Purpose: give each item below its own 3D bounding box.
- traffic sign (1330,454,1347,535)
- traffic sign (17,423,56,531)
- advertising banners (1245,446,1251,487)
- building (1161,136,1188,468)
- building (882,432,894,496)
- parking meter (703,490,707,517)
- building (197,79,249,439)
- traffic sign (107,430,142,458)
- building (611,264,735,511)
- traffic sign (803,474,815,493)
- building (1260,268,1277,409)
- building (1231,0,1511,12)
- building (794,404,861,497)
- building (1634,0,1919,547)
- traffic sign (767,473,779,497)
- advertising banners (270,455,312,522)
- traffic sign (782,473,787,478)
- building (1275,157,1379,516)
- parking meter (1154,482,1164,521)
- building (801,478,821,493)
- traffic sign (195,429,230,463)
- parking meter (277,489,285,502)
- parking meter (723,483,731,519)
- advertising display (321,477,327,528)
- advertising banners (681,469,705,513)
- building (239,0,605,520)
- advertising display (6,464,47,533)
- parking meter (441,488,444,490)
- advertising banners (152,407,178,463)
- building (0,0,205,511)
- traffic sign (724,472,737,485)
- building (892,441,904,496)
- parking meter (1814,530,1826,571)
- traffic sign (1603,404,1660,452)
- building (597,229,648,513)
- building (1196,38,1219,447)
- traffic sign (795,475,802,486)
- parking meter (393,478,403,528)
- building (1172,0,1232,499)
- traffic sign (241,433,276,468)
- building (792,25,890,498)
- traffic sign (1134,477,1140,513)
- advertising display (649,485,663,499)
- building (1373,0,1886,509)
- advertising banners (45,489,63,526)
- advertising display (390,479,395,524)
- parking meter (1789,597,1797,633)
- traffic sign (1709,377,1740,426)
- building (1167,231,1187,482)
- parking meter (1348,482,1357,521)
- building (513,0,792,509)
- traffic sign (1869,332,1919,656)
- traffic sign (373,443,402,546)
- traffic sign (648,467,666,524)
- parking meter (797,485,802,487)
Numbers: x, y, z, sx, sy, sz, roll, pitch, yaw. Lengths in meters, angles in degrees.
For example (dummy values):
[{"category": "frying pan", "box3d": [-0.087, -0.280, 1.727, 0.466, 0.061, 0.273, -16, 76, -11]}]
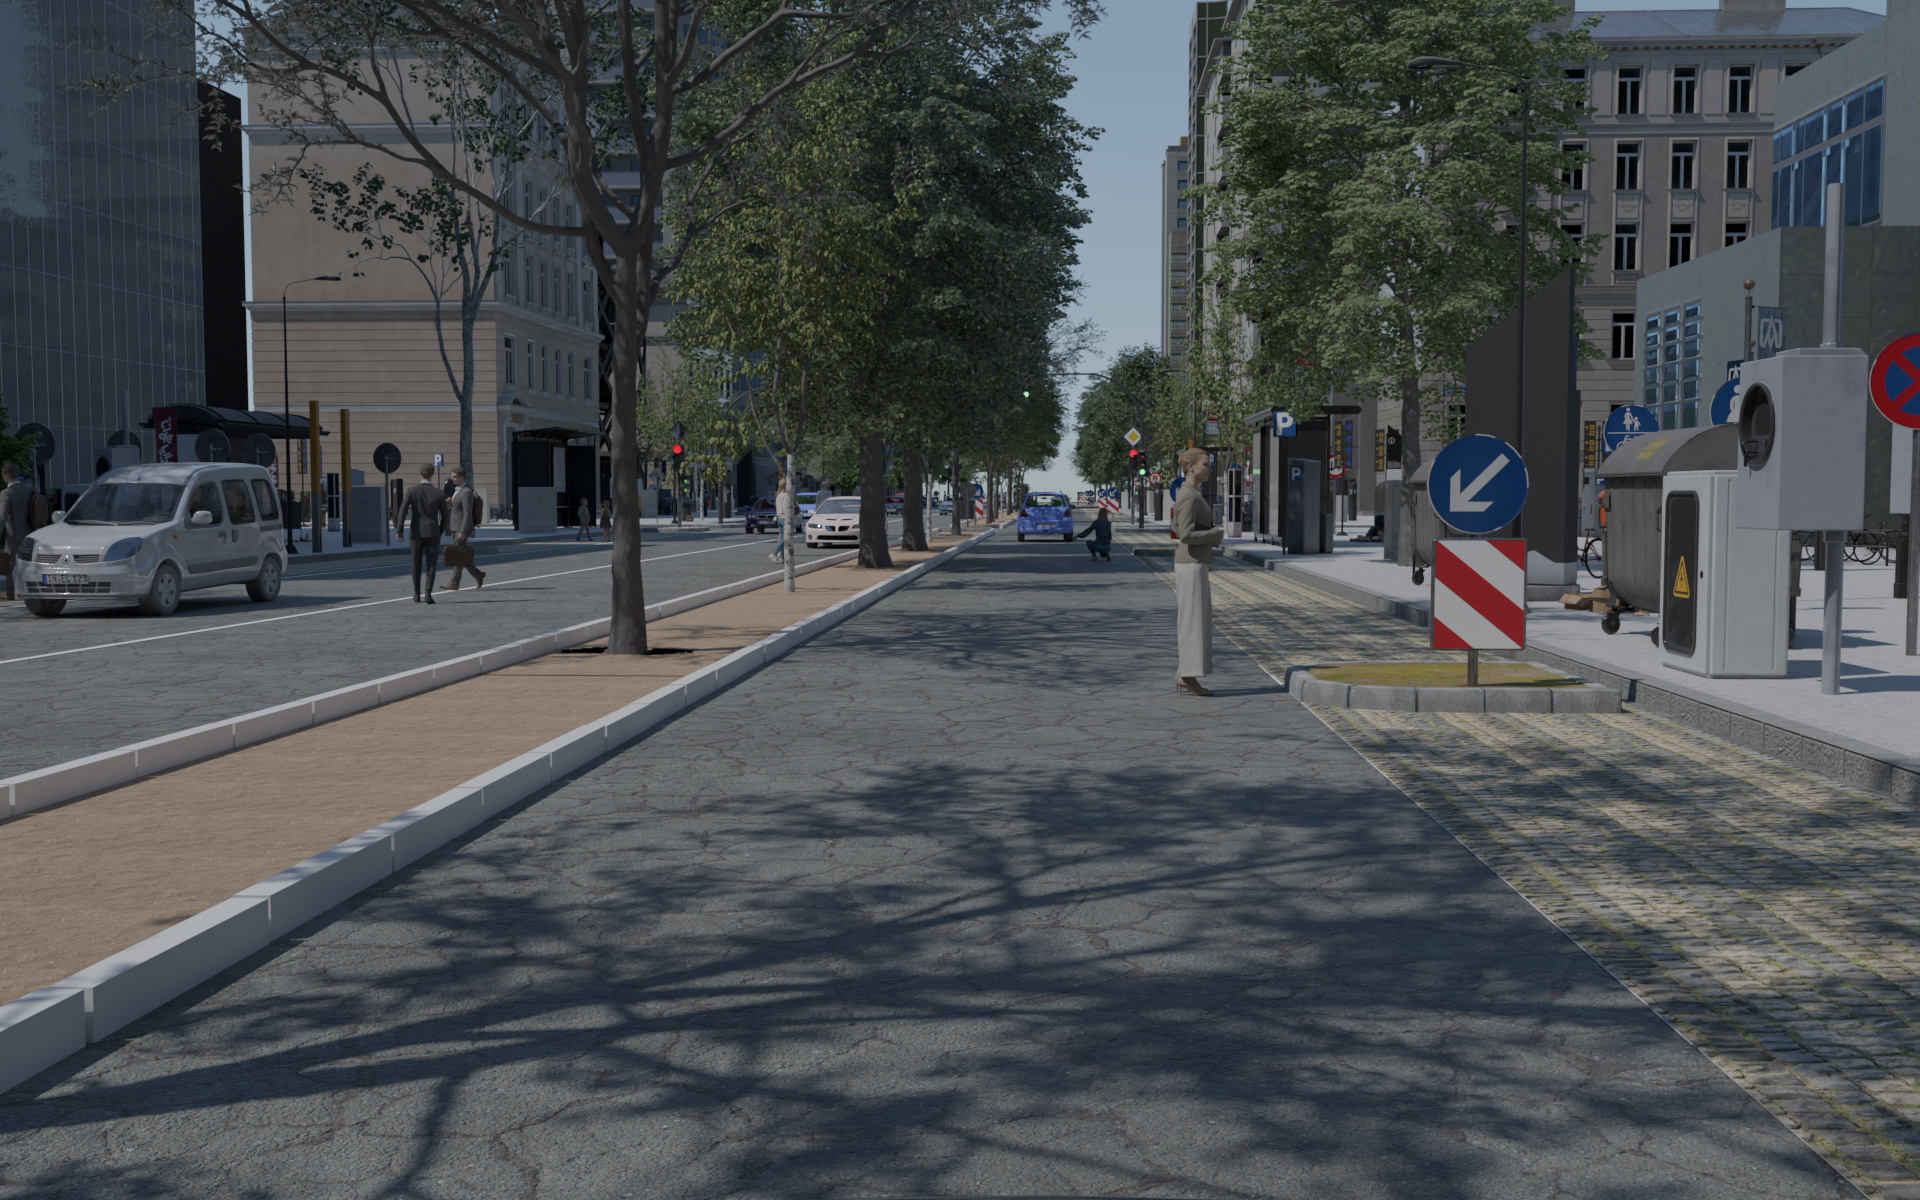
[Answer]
[{"category": "traffic sign", "box3d": [11.861, -3.346, 54.808, 0.768, 2.556, 0.104, 0, 4, 5]}, {"category": "traffic sign", "box3d": [-16.505, -1.884, 30.912, 0.768, 2.556, 0.104, 0, 4, 4]}, {"category": "advertising banners", "box3d": [10.697, -4.061, 62.589, 0.090, 3.025, 2.074, -1, 4, -14]}, {"category": "building", "box3d": [44.256, -45.795, 290.746, 21.231, 58.520, 28.212, 0, 4, 3]}, {"category": "building", "box3d": [-18.561, -38.971, 287.293, 14.600, 45.320, 14.200, 0, 4, 3]}, {"category": "parking meter", "box3d": [-14.487, -5.481, 98.022, 0.372, 1.533, 0.369, 0, 3, 0]}, {"category": "building", "box3d": [-48.489, -16.043, 91.976, 15.834, 23.373, 12.332, 0, 4, 3]}, {"category": "traffic sign", "box3d": [-16.557, -2.093, 34.322, 0.768, 2.556, 0.104, 1, 4, 10]}, {"category": "building", "box3d": [-24.530, -16.773, 138.860, 10.561, 19.102, 19.286, 0, 4, 3]}, {"category": "traffic sign", "box3d": [-9.827, -6.878, 112.553, 0.768, 2.556, 0.104, 1, 4, 10]}, {"category": "building", "box3d": [31.165, -18.905, 138.773, 12.332, 23.373, 15.834, 0, 4, 3]}, {"category": "building", "box3d": [40.956, -35.429, 168.499, 28.713, 52.752, 27.495, 0, 4, 3]}, {"category": "building", "box3d": [-20.127, -29.379, 252.039, 14.160, 30.474, 14.107, 0, 4, 3]}, {"category": "building", "box3d": [30.596, -44.109, 33.860, 22.319, 86.520, 31.000, 0, 4, 3]}, {"category": "traffic sign", "box3d": [-11.486, -6.487, 106.171, 0.768, 2.556, 0.104, 1, 4, 12]}, {"category": "advertising banners", "box3d": [-30.152, -4.999, 77.919, 0.090, 3.025, 2.074, 3, 5, 42]}, {"category": "traffic sign", "box3d": [-10.330, -6.348, 103.902, 0.768, 2.556, 0.104, 0, 4, 5]}, {"category": "building", "box3d": [29.808, -18.131, 115.507, 14.314, 24.678, 30.058, 0, 4, 3]}, {"category": "parking meter", "box3d": [9.512, -4.714, 82.792, 0.255, 1.863, 0.399, -3, 5, -41]}, {"category": "building", "box3d": [-32.025, -30.542, 191.238, 32.217, 40.220, 23.993, 0, 4, 3]}, {"category": "traffic sign", "box3d": [-14.596, -2.061, 33.809, 0.768, 2.556, 0.104, 1, 4, 12]}, {"category": "parking meter", "box3d": [-32.174, -4.507, 82.096, 0.372, 1.533, 0.369, 0, 3, 0]}, {"category": "parking meter", "box3d": [-12.232, -5.213, 90.940, 0.399, 1.863, 0.255, -3, 5, -40]}, {"category": "advertising display", "box3d": [-24.253, -3.702, 65.747, 0.123, 1.923, 0.974, 1, 4, 19]}, {"category": "advertising banners", "box3d": [-18.973, -7.734, 122.634, 2.074, 3.025, 0.090, -2, 4, -31]}, {"category": "building", "box3d": [-28.793, -18.985, 96.307, 13.634, 28.700, 20.117, 0, 4, 3]}, {"category": "advertising display", "box3d": [-17.363, -1.635, 31.947, 0.974, 1.923, 0.123, 0, 4, 2]}, {"category": "parking meter", "box3d": [-19.362, -3.476, 65.237, 0.372, 1.533, 0.369, 0, 3, 0]}, {"category": "advertising banners", "box3d": [-15.268, -2.367, 34.895, 2.074, 3.025, 0.090, 0, 4, 7]}, {"category": "building", "box3d": [-34.805, -14.212, 50.396, 19.932, 24.808, 12.078, 0, 4, 3]}, {"category": "traffic sign", "box3d": [-13.216, -6.092, 99.714, 0.768, 2.556, 0.104, 1, 4, 12]}, {"category": "building", "box3d": [-16.320, -37.788, 301.427, 14.154, 41.232, 14.086, 0, 4, 3]}, {"category": "parking meter", "box3d": [14.501, -1.420, 28.926, 0.399, 1.863, 0.255, 0, 4, 1]}, {"category": "traffic sign", "box3d": [9.535, -1.503, 24.683, 0.768, 2.556, 0.104, 0, 4, 7]}, {"category": "building", "box3d": [-29.761, -15.174, 115.540, 16.820, 18.784, 16.811, 0, 4, 3]}, {"category": "building", "box3d": [42.188, -37.164, 196.867, 28.713, 52.752, 27.495, 0, 4, 3]}, {"category": "traffic sign", "box3d": [-11.149, -7.203, 117.769, 0.884, 2.594, 0.081, 1, 4, 9]}, {"category": "parking meter", "box3d": [-21.104, -3.629, 65.052, 0.255, 1.863, 0.399, -3, 5, -41]}, {"category": "building", "box3d": [41.758, -49.741, 251.524, 20.563, 71.187, 20.611, 0, 4, 3]}, {"category": "traffic sign", "box3d": [-14.700, -2.214, 36.301, 0.768, 2.556, 0.104, 0, 4, 7]}, {"category": "building", "box3d": [-21.571, -50.809, 268.984, 20.563, 71.187, 20.611, 0, 4, 3]}, {"category": "traffic sign", "box3d": [12.178, -7.260, 118.800, 0.768, 2.556, 0.104, 1, 4, 12]}, {"category": "advertising display", "box3d": [-21.887, -7.301, 124.589, 0.974, 1.923, 0.123, -1, 4, -14]}, {"category": "building", "box3d": [34.410, -17.738, 87.283, 25.104, 27.353, 12.463, 0, 4, 3]}, {"category": "advertising banners", "box3d": [-22.417, -2.761, 41.324, 2.074, 3.025, 0.090, 0, 4, -1]}, {"category": "advertising display", "box3d": [-24.473, -4.287, 75.305, 0.123, 1.923, 0.974, 0, 4, 8]}, {"category": "parking meter", "box3d": [7.382, -0.445, 15.684, 0.372, 1.533, 0.369, 0, 3, 0]}, {"category": "traffic sign", "box3d": [8.484, -1.141, 18.761, 0.768, 2.556, 0.104, 1, 4, 9]}, {"category": "building", "box3d": [39.392, -35.861, 269.925, 14.154, 41.232, 14.086, 0, 4, 3]}, {"category": "parking meter", "box3d": [18.790, -4.719, 82.861, 0.399, 1.863, 0.255, -3, 5, -40]}, {"category": "building", "box3d": [-28.375, -38.037, 163.905, 21.231, 58.520, 28.212, 0, 4, 3]}, {"category": "traffic sign", "box3d": [7.560, -0.831, 13.688, 0.768, 2.556, 0.104, 1, 4, 13]}, {"category": "traffic sign", "box3d": [-14.207, -2.621, 42.957, 0.768, 2.556, 0.104, 1, 4, 11]}, {"category": "traffic sign", "box3d": [-12.902, -4.439, 73.757, 0.795, 2.450, 0.064, 0, 4, 6]}, {"category": "parking meter", "box3d": [-10.651, -6.644, 114.342, 0.255, 1.863, 0.399, 2, 4, 30]}]
